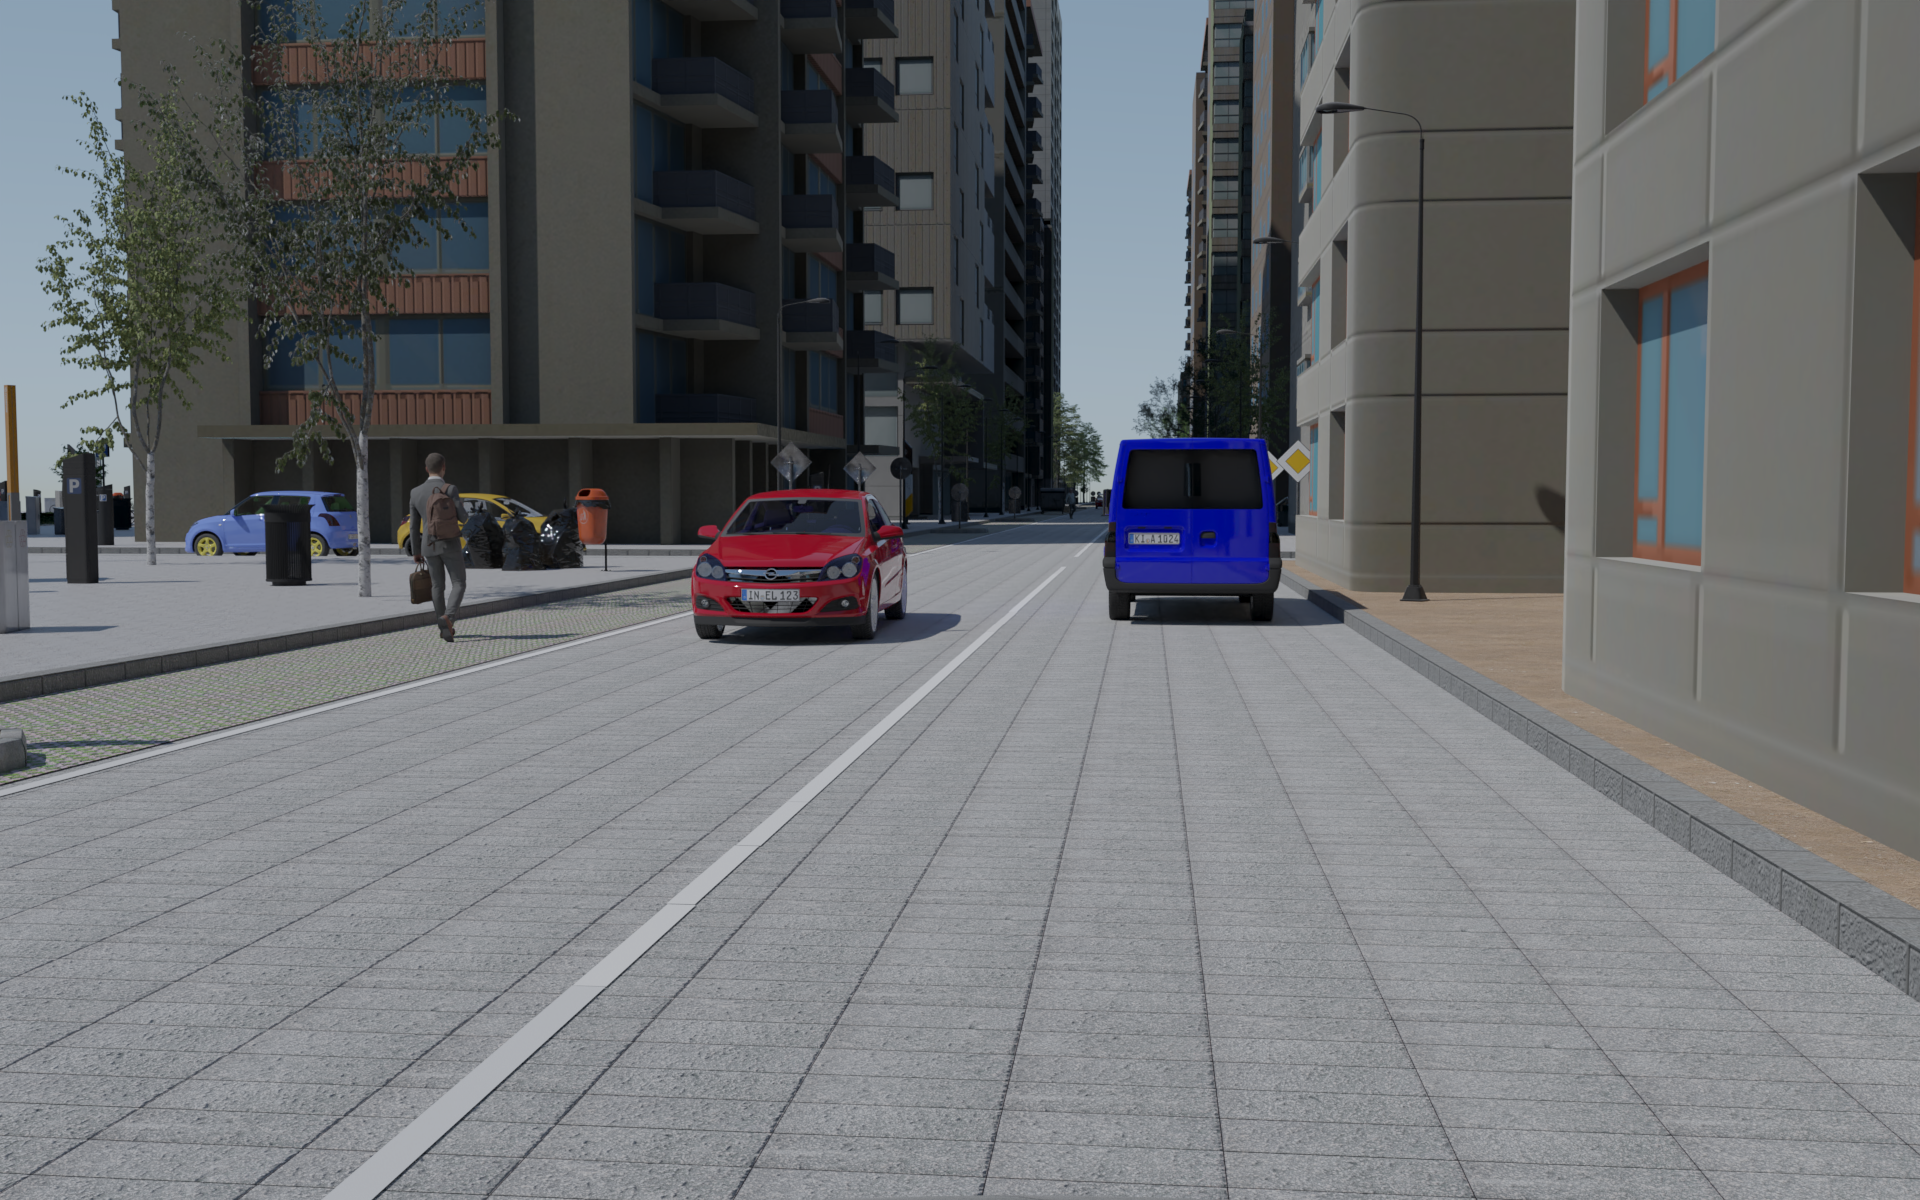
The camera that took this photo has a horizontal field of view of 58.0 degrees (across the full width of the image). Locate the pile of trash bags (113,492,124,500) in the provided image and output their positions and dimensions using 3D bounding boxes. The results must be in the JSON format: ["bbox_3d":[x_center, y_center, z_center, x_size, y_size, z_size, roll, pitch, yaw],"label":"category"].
[{"bbox_3d":[-43.421,-5.055,92.408,3.447,1.369,1.912,-3,5,-44],"label":"pile of trash bags"}]

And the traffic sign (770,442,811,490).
[{"bbox_3d":[-3.234,-1.804,33.136,0.795,2.450,0.064,0,4,6],"label":"traffic sign"}]

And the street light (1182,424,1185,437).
[{"bbox_3d":[12.758,-7.348,92.675,1.470,5.913,1.316,0,4,6],"label":"street light"}]

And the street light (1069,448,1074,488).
[{"bbox_3d":[10.402,-12.255,172.907,1.470,5.913,1.316,0,4,6],"label":"street light"}]

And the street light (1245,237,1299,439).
[{"bbox_3d":[5.985,-3.600,31.394,1.470,5.913,1.316,0,4,6],"label":"street light"}]

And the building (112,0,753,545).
[{"bbox_3d":[-13.996,-24.562,56.207,22.147,44.769,28.867,0,4,6],"label":"building"}]

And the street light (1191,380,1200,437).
[{"bbox_3d":[10.268,-5.988,70.448,1.470,5.913,1.316,0,4,6],"label":"street light"}]

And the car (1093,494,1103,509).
[{"bbox_3d":[14.019,-9.716,167.892,2.155,1.783,4.494,0,4,5],"label":"car"}]

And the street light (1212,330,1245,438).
[{"bbox_3d":[7.948,-4.679,49.037,1.470,5.913,1.316,0,4,6],"label":"street light"}]

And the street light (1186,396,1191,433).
[{"bbox_3d":[11.530,-6.694,81.993,1.470,5.913,1.316,0,4,6],"label":"street light"}]

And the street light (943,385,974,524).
[{"bbox_3d":[-0.226,-6.182,73.621,1.470,5.913,1.316,0,4,6],"label":"street light"}]

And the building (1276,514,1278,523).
[{"bbox_3d":[21.001,-26.306,80.218,14.600,45.320,14.200,0,4,6],"label":"building"}]

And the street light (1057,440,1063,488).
[{"bbox_3d":[7.897,-10.857,150.058,1.470,5.913,1.316,0,4,6],"label":"street light"}]

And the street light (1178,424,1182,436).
[{"bbox_3d":[14.920,-8.668,114.259,1.470,5.913,1.316,0,4,6],"label":"street light"}]

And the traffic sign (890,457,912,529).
[{"bbox_3d":[-2.055,-3.657,59.905,0.768,2.556,0.104,1,4,12],"label":"traffic sign"}]

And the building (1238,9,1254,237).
[{"bbox_3d":[24.055,-20.481,106.572,14.160,30.474,14.107,0,4,6],"label":"building"}]

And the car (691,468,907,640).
[{"bbox_3d":[-1.619,-0.575,18.440,2.155,1.783,4.494,0,4,4],"label":"car"}]

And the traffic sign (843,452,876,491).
[{"bbox_3d":[-2.377,-2.289,41.075,0.795,2.450,0.064,0,4,6],"label":"traffic sign"}]

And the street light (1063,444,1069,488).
[{"bbox_3d":[9.186,-11.580,161.868,1.470,5.913,1.316,0,4,6],"label":"street light"}]

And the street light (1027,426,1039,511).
[{"bbox_3d":[4.433,-8.883,117.776,1.470,5.913,1.316,0,4,6],"label":"street light"}]

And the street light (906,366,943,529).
[{"bbox_3d":[-1.500,-5.529,62.944,1.470,5.913,1.316,0,4,6],"label":"street light"}]

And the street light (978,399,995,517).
[{"bbox_3d":[0.901,-6.836,84.314,1.470,5.913,1.316,0,4,6],"label":"street light"}]

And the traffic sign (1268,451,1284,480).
[{"bbox_3d":[7.110,-2.226,40.034,0.795,2.450,0.064,0,4,6],"label":"traffic sign"}]

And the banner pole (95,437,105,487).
[{"bbox_3d":[-37.934,-5.289,76.488,0.863,3.779,0.401,2,4,33],"label":"banner pole"}]

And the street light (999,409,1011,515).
[{"bbox_3d":[1.974,-7.491,95.012,1.470,5.913,1.316,0,4,6],"label":"street light"}]

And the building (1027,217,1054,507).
[{"bbox_3d":[2.100,-24.660,174.898,14.160,30.474,14.107,0,4,6],"label":"building"}]

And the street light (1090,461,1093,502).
[{"bbox_3d":[16.832,-15.956,233.421,1.470,5.913,1.316,0,4,6],"label":"street light"}]

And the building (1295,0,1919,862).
[{"bbox_3d":[18.291,-10.396,15.009,27.650,21.520,28.899,0,4,6],"label":"building"}]

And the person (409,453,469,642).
[{"bbox_3d":[-5.083,-0.516,16.899,0.622,1.834,0.822,0,4,1],"label":"person"}]

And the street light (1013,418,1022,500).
[{"bbox_3d":[3.068,-8.145,105.708,1.470,5.913,1.316,0,4,6],"label":"street light"}]

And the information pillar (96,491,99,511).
[{"bbox_3d":[-44.160,-5.135,88.443,0.304,2.012,0.304,1,4,11],"label":"information pillar"}]

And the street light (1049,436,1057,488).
[{"bbox_3d":[6.801,-10.203,139.362,1.470,5.913,1.316,0,4,6],"label":"street light"}]

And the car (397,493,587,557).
[{"bbox_3d":[-10.109,-1.674,37.593,3.980,1.641,2.015,0,4,6],"label":"car"}]

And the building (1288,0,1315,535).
[{"bbox_3d":[20.883,-26.112,50.638,21.600,48.544,21.300,0,4,6],"label":"building"}]

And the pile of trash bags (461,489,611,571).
[{"bbox_3d":[-7.103,-1.211,29.558,3.447,1.369,1.912,3,5,41],"label":"pile of trash bags"}]

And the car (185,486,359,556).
[{"bbox_3d":[-14.909,-1.717,37.666,3.694,1.707,1.945,0,4,7],"label":"car"}]

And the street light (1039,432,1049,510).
[{"bbox_3d":[5.654,-9.549,128.672,1.470,5.913,1.316,0,4,6],"label":"street light"}]

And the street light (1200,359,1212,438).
[{"bbox_3d":[9.118,-5.332,59.725,1.470,5.913,1.316,0,4,6],"label":"street light"}]

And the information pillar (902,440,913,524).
[{"bbox_3d":[-2.220,-5.002,73.131,0.504,3.616,0.183,3,4,38],"label":"information pillar"}]

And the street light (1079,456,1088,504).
[{"bbox_3d":[14.604,-14.595,211.172,1.470,5.913,1.316,0,4,6],"label":"street light"}]

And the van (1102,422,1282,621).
[{"bbox_3d":[2.815,-1.032,21.256,2.240,2.365,5.245,0,4,7],"label":"van"}]

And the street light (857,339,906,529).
[{"bbox_3d":[-2.519,-4.873,52.216,1.470,5.913,1.316,0,4,6],"label":"street light"}]

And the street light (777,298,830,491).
[{"bbox_3d":[-3.773,-4.202,41.248,1.470,5.913,1.316,0,4,6],"label":"street light"}]

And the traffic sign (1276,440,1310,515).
[{"bbox_3d":[6.253,-1.740,32.094,0.795,2.450,0.064,0,4,6],"label":"traffic sign"}]

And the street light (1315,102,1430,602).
[{"bbox_3d":[4.914,-2.942,20.651,1.470,5.913,1.316,0,4,6],"label":"street light"}]

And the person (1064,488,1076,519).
[{"bbox_3d":[6.372,-5.610,100.706,0.782,1.767,0.515,-3,4,-37],"label":"person"}]

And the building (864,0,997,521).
[{"bbox_3d":[-12.380,-30.978,95.726,28.713,52.752,27.495,0,4,6],"label":"building"}]

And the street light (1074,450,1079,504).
[{"bbox_3d":[11.593,-12.908,183.593,1.470,5.913,1.316,0,4,6],"label":"street light"}]
